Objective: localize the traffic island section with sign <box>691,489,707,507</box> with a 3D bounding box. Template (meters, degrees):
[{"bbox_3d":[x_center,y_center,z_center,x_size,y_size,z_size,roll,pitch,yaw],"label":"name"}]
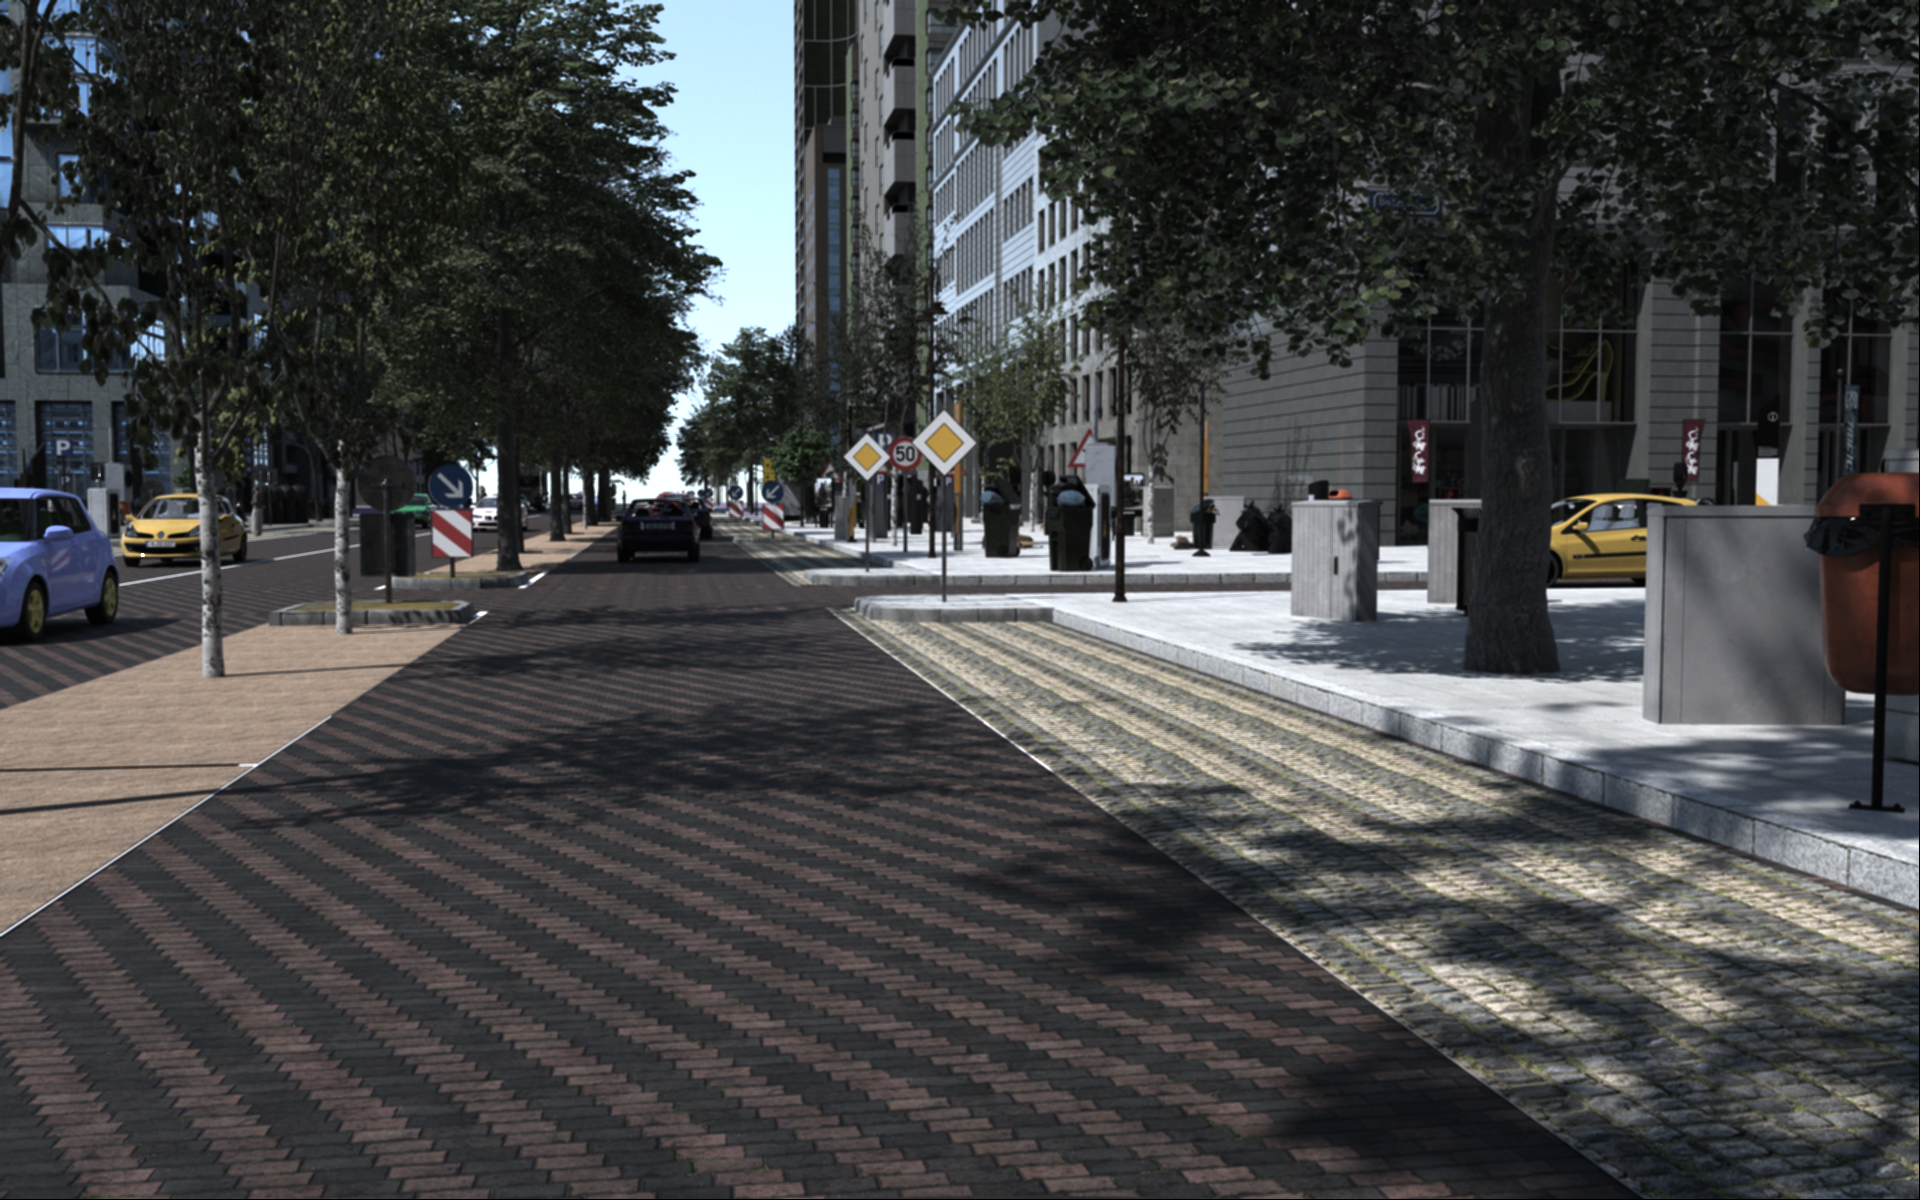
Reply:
[{"bbox_3d":[-18.460,-7.207,126.462,1.989,1.847,2.006,-1,4,-10],"label":"traffic island section with sign"}]

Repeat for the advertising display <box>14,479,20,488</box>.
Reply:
[{"bbox_3d":[-40.257,-4.219,74.196,0.123,1.923,0.974,-1,4,-10],"label":"advertising display"}]

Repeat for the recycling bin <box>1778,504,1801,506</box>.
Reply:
[{"bbox_3d":[19.712,-1.785,41.743,0.722,1.027,0.722,-2,4,-29],"label":"recycling bin"}]

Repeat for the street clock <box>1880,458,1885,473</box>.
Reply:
[{"bbox_3d":[17.932,-1.760,33.349,0.358,2.002,0.471,0,4,0],"label":"street clock"}]

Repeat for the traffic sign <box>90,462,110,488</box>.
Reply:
[{"bbox_3d":[-27.588,-3.271,55.611,0.606,2.300,0.079,0,4,-7],"label":"traffic sign"}]

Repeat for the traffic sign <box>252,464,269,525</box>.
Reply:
[{"bbox_3d":[-29.201,-4.421,72.395,0.768,2.556,0.104,0,4,-2],"label":"traffic sign"}]

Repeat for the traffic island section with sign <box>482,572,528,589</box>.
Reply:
[{"bbox_3d":[-7.863,-1.158,27.070,2.006,1.907,1.989,-1,4,-10],"label":"traffic island section with sign"}]

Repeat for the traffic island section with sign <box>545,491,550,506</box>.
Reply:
[{"bbox_3d":[-48.932,-11.998,204.795,1.989,1.847,2.006,-1,4,-10],"label":"traffic island section with sign"}]

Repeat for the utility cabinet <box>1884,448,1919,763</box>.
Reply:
[{"bbox_3d":[5.042,0.019,8.360,1.173,1.500,0.318,-1,4,-16],"label":"utility cabinet"}]

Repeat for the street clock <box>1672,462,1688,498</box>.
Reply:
[{"bbox_3d":[16.504,-2.150,39.721,0.358,2.002,0.471,2,4,32],"label":"street clock"}]

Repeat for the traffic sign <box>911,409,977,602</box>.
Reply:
[{"bbox_3d":[-0.190,-1.033,20.533,0.795,2.450,0.064,-1,4,-10],"label":"traffic sign"}]

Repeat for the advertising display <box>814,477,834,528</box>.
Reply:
[{"bbox_3d":[-5.120,-3.673,65.264,0.974,1.923,0.123,3,5,40],"label":"advertising display"}]

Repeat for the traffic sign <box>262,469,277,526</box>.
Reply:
[{"bbox_3d":[-27.864,-4.146,69.913,0.606,2.300,0.079,0,4,-1],"label":"traffic sign"}]

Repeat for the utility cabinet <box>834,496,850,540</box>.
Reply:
[{"bbox_3d":[-3.313,-2.306,48.857,0.306,1.237,1.020,0,4,5],"label":"utility cabinet"}]

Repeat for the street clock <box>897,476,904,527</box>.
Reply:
[{"bbox_3d":[-2.353,-3.878,67.971,0.358,2.002,0.471,2,4,27],"label":"street clock"}]

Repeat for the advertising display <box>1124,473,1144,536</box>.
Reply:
[{"bbox_3d":[5.155,-2.925,53.043,0.974,1.923,0.123,0,4,4],"label":"advertising display"}]

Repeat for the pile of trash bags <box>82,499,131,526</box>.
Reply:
[{"bbox_3d":[-34.671,-3.686,70.019,1.912,1.369,3.447,1,4,8],"label":"pile of trash bags"}]

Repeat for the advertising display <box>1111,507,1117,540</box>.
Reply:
[{"bbox_3d":[3.980,-2.595,47.636,0.123,1.923,0.974,3,5,40],"label":"advertising display"}]

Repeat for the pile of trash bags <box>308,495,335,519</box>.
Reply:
[{"bbox_3d":[-33.676,-4.866,89.319,3.447,1.369,1.912,-2,4,-30],"label":"pile of trash bags"}]

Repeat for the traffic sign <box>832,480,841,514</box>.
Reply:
[{"bbox_3d":[-6.241,-5.177,84.654,0.884,2.594,0.081,0,4,-1],"label":"traffic sign"}]

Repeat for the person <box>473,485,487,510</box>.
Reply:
[{"bbox_3d":[-20.356,-3.979,73.734,0.728,1.800,0.709,1,4,22],"label":"person"}]

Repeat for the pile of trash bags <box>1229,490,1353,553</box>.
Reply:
[{"bbox_3d":[7.470,-1.731,38.056,1.912,1.369,3.447,-2,4,-26],"label":"pile of trash bags"}]

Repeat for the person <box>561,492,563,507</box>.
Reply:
[{"bbox_3d":[-44.012,-11.130,191.297,1.217,1.723,0.721,3,5,42],"label":"person"}]

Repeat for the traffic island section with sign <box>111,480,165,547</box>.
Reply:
[{"bbox_3d":[-22.287,-2.384,47.604,1.989,1.847,2.006,-1,4,-10],"label":"traffic island section with sign"}]

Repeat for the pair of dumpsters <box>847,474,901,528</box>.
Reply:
[{"bbox_3d":[-3.224,-3.816,64.878,1.574,2.255,4.437,-1,4,-10],"label":"pair of dumpsters"}]

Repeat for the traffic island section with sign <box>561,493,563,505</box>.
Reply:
[{"bbox_3d":[-53.511,-13.645,231.723,1.989,1.847,2.006,-1,4,-10],"label":"traffic island section with sign"}]

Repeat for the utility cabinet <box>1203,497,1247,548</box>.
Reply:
[{"bbox_3d":[6.387,-1.869,41.727,1.020,1.237,0.306,2,4,24],"label":"utility cabinet"}]

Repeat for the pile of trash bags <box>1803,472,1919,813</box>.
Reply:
[{"bbox_3d":[5.070,0.198,6.517,3.447,1.369,1.912,2,4,30],"label":"pile of trash bags"}]

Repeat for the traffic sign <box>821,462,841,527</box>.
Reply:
[{"bbox_3d":[-4.987,-4.075,66.632,0.884,2.594,0.081,0,4,-1],"label":"traffic sign"}]

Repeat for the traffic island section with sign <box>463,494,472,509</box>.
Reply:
[{"bbox_3d":[-35.298,-7.073,124.268,1.989,1.847,2.006,-1,4,-10],"label":"traffic island section with sign"}]

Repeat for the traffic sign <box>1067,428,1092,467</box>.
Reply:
[{"bbox_3d":[2.560,-2.101,34.351,0.884,2.594,0.081,0,4,-7],"label":"traffic sign"}]

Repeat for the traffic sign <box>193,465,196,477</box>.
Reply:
[{"bbox_3d":[-28.404,-3.974,65.073,0.768,2.556,0.104,-1,4,-9],"label":"traffic sign"}]

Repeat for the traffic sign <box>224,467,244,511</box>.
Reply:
[{"bbox_3d":[-28.617,-4.174,68.346,0.768,2.556,0.104,0,4,-7],"label":"traffic sign"}]

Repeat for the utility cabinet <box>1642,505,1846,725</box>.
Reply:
[{"bbox_3d":[4.408,0.087,9.734,1.020,1.237,0.306,0,4,3],"label":"utility cabinet"}]

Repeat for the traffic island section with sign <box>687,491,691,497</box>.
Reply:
[{"bbox_3d":[-23.045,-8.859,153.476,1.989,1.847,2.006,-1,4,-10],"label":"traffic island section with sign"}]

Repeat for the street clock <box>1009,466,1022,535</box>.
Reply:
[{"bbox_3d":[1.404,-2.428,44.274,0.358,2.002,0.471,-1,4,-10],"label":"street clock"}]

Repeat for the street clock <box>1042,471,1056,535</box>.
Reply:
[{"bbox_3d":[2.764,-3.027,54.055,0.358,2.002,0.471,-2,4,-31],"label":"street clock"}]

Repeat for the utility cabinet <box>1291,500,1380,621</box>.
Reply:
[{"bbox_3d":[3.856,-0.412,17.896,0.306,1.237,1.020,-2,4,-30],"label":"utility cabinet"}]

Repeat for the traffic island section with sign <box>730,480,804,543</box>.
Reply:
[{"bbox_3d":[-5.661,-2.592,51.011,1.989,1.847,2.006,-1,4,-10],"label":"traffic island section with sign"}]

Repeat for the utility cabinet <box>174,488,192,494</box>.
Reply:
[{"bbox_3d":[-28.613,-3.377,63.888,0.318,1.500,1.173,0,4,-8],"label":"utility cabinet"}]

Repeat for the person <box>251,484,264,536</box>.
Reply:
[{"bbox_3d":[-23.834,-3.036,58.687,0.362,1.759,0.519,1,4,10],"label":"person"}]

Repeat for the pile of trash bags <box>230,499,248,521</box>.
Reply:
[{"bbox_3d":[-34.955,-4.338,80.681,3.447,1.369,1.912,1,4,14],"label":"pile of trash bags"}]

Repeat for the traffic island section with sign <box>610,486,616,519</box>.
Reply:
[{"bbox_3d":[-20.431,-5.689,101.154,2.006,1.907,1.989,-1,4,-10],"label":"traffic island section with sign"}]

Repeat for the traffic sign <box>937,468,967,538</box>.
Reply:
[{"bbox_3d":[-0.227,-3.107,50.808,0.884,2.594,0.081,0,4,-8],"label":"traffic sign"}]

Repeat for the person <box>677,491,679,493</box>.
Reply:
[{"bbox_3d":[-40.435,-14.664,248.243,1.348,1.826,0.705,3,5,40],"label":"person"}]

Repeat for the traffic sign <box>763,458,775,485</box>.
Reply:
[{"bbox_3d":[-9.932,-6.331,97.379,2.265,3.308,0.079,0,4,-7],"label":"traffic sign"}]

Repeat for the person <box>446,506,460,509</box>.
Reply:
[{"bbox_3d":[-13.111,-2.213,44.952,0.793,1.790,0.793,-3,5,-43],"label":"person"}]

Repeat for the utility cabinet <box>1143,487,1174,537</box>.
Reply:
[{"bbox_3d":[5.868,-2.595,51.109,0.318,1.500,1.173,3,5,42],"label":"utility cabinet"}]

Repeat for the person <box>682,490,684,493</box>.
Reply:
[{"bbox_3d":[-30.605,-11.214,191.814,0.705,1.831,1.348,-2,4,-30],"label":"person"}]

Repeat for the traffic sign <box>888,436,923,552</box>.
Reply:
[{"bbox_3d":[-1.209,-2.339,38.353,0.768,2.556,0.104,0,4,-3],"label":"traffic sign"}]

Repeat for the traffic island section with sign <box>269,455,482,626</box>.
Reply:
[{"bbox_3d":[-6.635,-0.711,19.765,2.006,1.907,1.989,-1,4,-10],"label":"traffic island section with sign"}]

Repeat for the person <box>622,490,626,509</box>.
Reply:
[{"bbox_3d":[-32.921,-9.854,169.702,0.705,1.814,1.350,0,4,0],"label":"person"}]

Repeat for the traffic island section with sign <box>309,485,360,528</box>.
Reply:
[{"bbox_3d":[-26.882,-4.039,74.670,1.989,1.847,2.006,-1,4,-10],"label":"traffic island section with sign"}]

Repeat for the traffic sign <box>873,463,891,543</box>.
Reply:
[{"bbox_3d":[-2.256,-2.790,45.626,0.884,2.594,0.081,-1,4,-9],"label":"traffic sign"}]

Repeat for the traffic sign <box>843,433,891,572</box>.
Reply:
[{"bbox_3d":[-1.525,-1.515,28.406,0.795,2.450,0.064,-1,4,-10],"label":"traffic sign"}]

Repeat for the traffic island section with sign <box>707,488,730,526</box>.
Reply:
[{"bbox_3d":[-10.175,-4.218,77.587,1.989,1.847,2.006,-1,4,-10],"label":"traffic island section with sign"}]
